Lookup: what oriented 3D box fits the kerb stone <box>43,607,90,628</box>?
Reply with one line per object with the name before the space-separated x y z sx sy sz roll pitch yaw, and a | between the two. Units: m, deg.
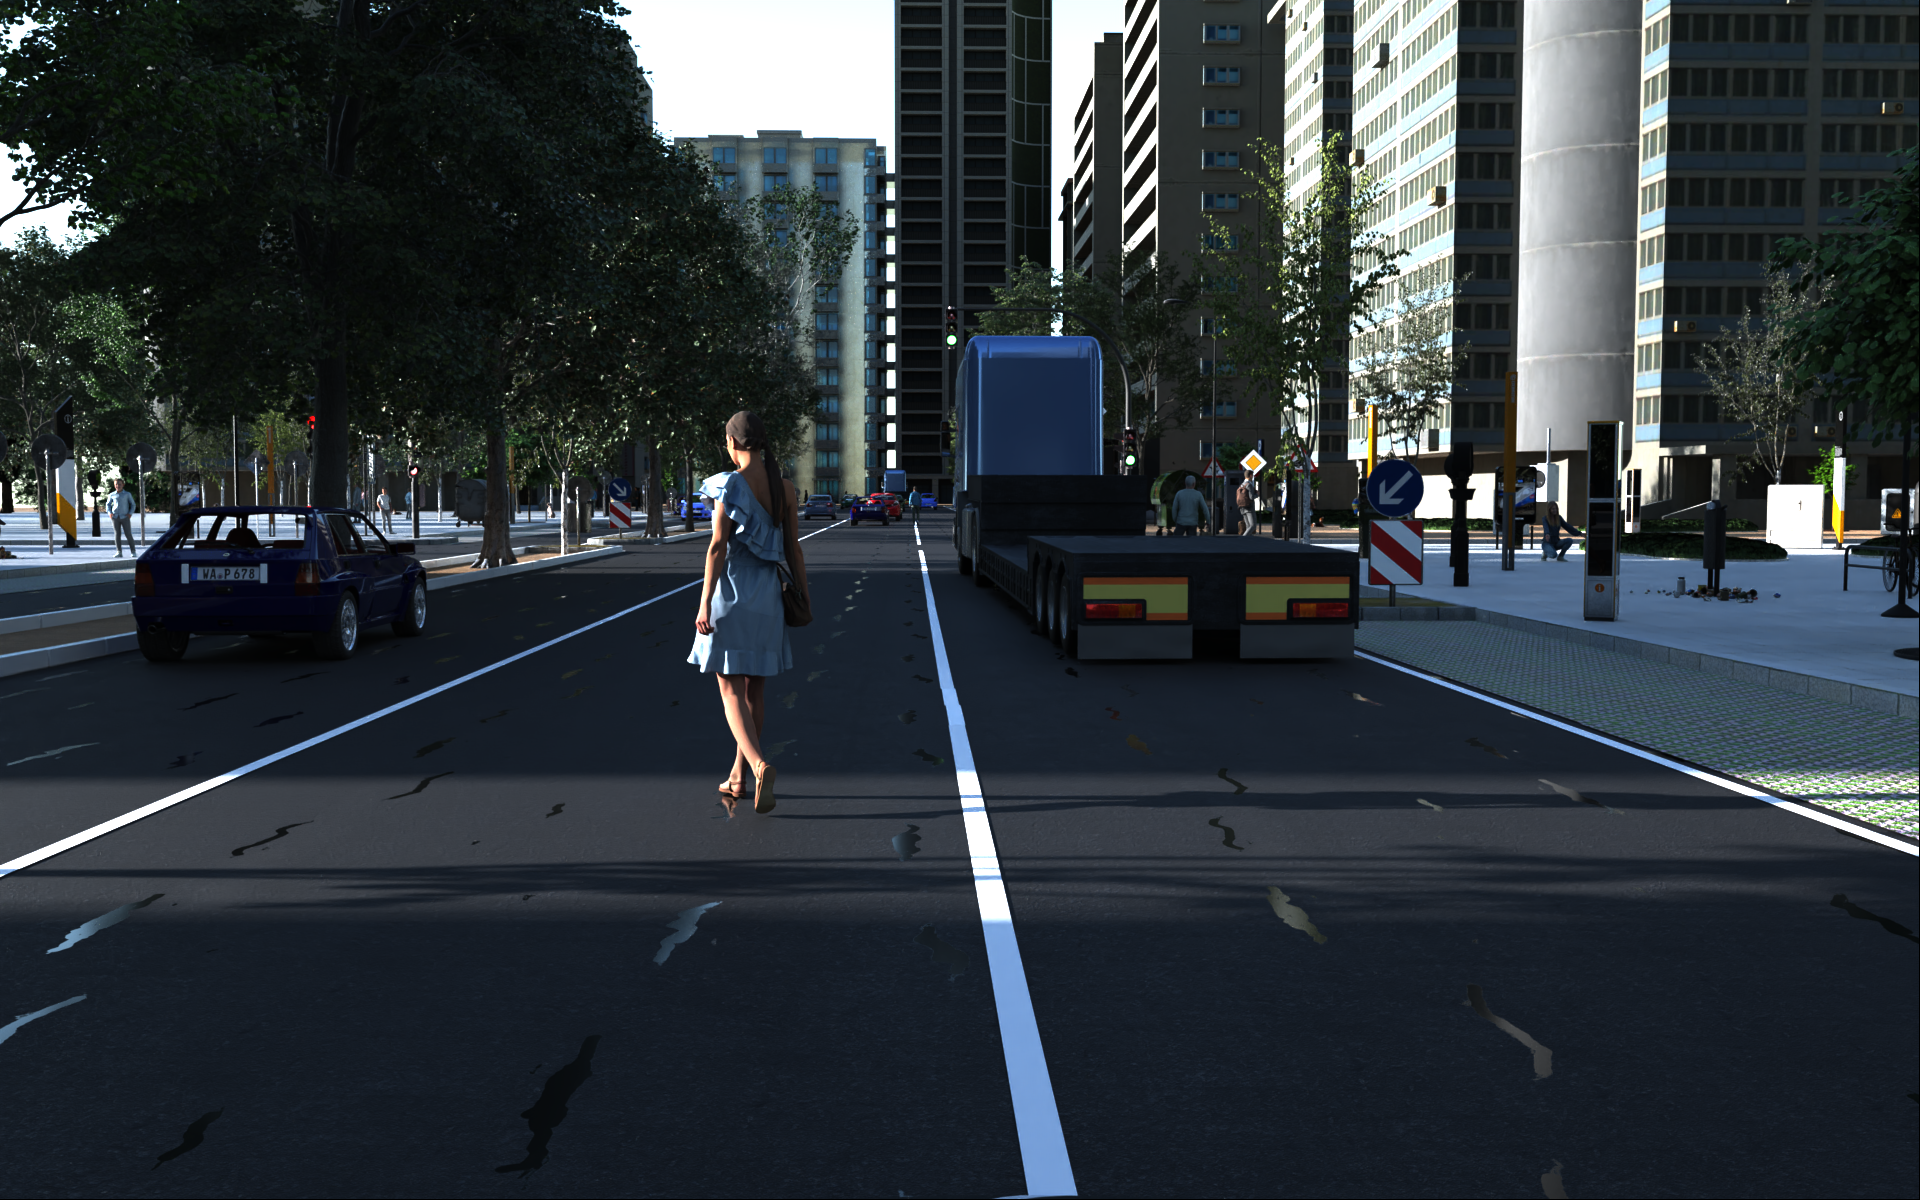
kerb stone | -9.817 0.203 18.884 0.120 0.150 1.000 0 4 -2

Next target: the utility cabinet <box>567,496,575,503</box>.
utility cabinet | -22.094 -5.314 98.042 0.306 1.237 1.020 -2 4 -31

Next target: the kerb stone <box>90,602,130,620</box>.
kerb stone | -9.862 0.140 19.916 0.120 0.150 1.000 0 4 -2

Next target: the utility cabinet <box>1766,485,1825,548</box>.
utility cabinet | 19.643 -1.960 40.730 1.173 1.500 0.318 2 4 33

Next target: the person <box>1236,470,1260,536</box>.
person | 6.492 -2.028 39.162 0.822 1.834 0.622 -2 4 -30

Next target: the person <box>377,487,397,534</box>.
person | -18.275 -2.847 55.192 0.523 1.515 0.503 1 4 21

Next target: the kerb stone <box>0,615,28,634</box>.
kerb stone | -9.797 0.267 17.857 0.120 0.150 1.000 0 4 -2

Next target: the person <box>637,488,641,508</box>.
person | -29.389 -9.350 158.554 0.705 1.869 1.348 2 4 30

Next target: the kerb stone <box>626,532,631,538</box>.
kerb stone | -10.927 -2.088 56.339 0.120 0.150 1.000 0 4 -2

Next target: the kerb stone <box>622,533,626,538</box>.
kerb stone | -10.897 -2.024 55.318 0.120 0.150 1.000 0 4 -2

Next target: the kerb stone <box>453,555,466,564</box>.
kerb stone | -10.304 -0.797 35.266 0.120 0.150 1.000 0 4 -2

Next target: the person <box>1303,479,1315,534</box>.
person | 10.845 -2.950 54.372 0.778 1.811 0.616 -3 5 -41

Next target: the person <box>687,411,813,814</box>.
person | -0.934 0.038 7.976 0.616 1.811 0.778 -2 4 -26

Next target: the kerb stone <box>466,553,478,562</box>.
kerb stone | -10.344 -0.862 36.290 0.120 0.150 1.000 0 4 -2

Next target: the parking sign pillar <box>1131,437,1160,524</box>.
parking sign pillar | 7.946 -5.275 74.717 1.447 3.967 1.447 0 3 0

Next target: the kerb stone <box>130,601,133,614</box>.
kerb stone | -9.892 0.082 20.938 0.120 0.150 1.000 0 4 -2

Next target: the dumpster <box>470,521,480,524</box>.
dumpster | -20.367 -4.393 74.325 1.502 2.255 1.985 0 4 -2

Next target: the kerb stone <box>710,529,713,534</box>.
kerb stone | -8.985 -2.404 61.506 0.120 0.150 1.000 0 4 -2

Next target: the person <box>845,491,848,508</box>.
person | -11.647 -10.360 178.612 0.721 1.735 1.217 2 4 30

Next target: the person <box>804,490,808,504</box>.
person | -14.170 -9.216 159.211 0.705 1.821 1.348 -1 4 -11

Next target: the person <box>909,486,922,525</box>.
person | -2.048 -4.328 79.602 0.601 1.785 0.444 0 4 -8

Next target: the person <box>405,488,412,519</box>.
person | -27.893 -4.891 87.817 0.330 1.601 0.589 -3 5 -41

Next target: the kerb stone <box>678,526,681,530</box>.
kerb stone | -11.277 -2.842 68.667 0.120 0.150 1.000 0 4 -2

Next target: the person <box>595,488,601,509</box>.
person | -30.530 -8.509 145.711 0.434 1.755 0.990 3 4 38

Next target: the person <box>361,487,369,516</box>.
person | -33.850 -5.624 98.591 0.593 1.750 0.643 2 4 33

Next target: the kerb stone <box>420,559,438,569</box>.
kerb stone | -10.248 -0.674 33.212 0.120 0.150 1.000 0 4 -2

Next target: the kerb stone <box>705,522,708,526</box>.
kerb stone | -11.558 -3.406 77.887 0.120 0.150 1.000 0 4 -2

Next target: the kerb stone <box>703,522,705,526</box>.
kerb stone | -11.531 -3.342 76.865 0.120 0.150 1.000 0 4 -2

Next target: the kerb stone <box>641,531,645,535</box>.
kerb stone | -11.018 -2.277 59.431 0.120 0.150 1.000 0 4 -2

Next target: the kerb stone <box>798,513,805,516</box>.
kerb stone | -10.568 -5.728 115.856 0.120 0.150 1.000 0 4 -2

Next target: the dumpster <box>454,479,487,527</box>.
dumpster | -18.821 -3.759 67.226 1.264 1.857 1.865 0 4 -2

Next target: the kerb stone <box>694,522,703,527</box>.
kerb stone | -11.494 -3.281 75.843 0.120 0.150 1.000 0 4 -2

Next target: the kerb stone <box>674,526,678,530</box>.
kerb stone | -11.253 -2.776 67.646 0.120 0.150 1.000 0 4 -2

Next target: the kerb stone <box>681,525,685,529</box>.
kerb stone | -11.312 -2.903 69.689 0.120 0.150 1.000 0 4 -2

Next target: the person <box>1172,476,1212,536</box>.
person | 4.241 -1.382 31.588 0.782 1.767 0.515 0 4 8

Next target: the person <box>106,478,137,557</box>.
person | -17.064 -1.674 35.218 0.589 1.601 0.330 0 4 -5

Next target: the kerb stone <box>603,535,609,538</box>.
kerb stone | -10.807 -1.837 52.235 0.120 0.150 1.000 0 4 -2

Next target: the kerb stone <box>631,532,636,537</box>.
kerb stone | -10.960 -2.151 57.361 0.120 0.150 1.000 0 4 -2

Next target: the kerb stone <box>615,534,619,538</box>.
kerb stone | -10.877 -1.962 54.295 0.120 0.150 1.000 0 4 -2

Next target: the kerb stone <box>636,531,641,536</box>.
kerb stone | -10.984 -2.214 58.398 0.120 0.150 1.000 0 4 -2

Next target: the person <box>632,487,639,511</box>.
person | -24.159 -7.527 129.126 0.705 1.821 1.348 -2 4 -24

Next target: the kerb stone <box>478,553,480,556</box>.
kerb stone | -10.371 -0.925 37.313 0.120 0.150 1.000 0 4 -2

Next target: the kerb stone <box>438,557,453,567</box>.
kerb stone | -10.275 -0.734 34.239 0.120 0.150 1.000 0 4 -2

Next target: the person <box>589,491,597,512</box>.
person | -26.176 -7.157 123.399 0.601 1.785 0.444 -1 4 -14

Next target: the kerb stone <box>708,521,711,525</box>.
kerb stone | -11.579 -3.469 78.909 0.120 0.150 1.000 0 4 -2

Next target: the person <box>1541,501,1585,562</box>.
person | 11.439 -1.308 32.936 1.012 1.151 0.738 -1 4 -9

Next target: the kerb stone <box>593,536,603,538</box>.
kerb stone | -10.771 -1.774 51.207 0.120 0.150 1.000 0 4 -2

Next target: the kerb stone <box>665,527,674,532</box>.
kerb stone | -11.223 -2.717 66.624 0.120 0.150 1.000 0 4 -2

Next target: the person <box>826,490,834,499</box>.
person | -13.013 -9.989 171.783 1.348 1.831 0.705 2 4 25

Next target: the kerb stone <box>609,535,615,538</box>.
kerb stone | -10.837 -1.900 53.271 0.120 0.150 1.000 0 4 -2

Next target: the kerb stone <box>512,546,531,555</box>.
kerb stone | -10.488 -1.175 41.415 0.120 0.150 1.000 0 4 -2

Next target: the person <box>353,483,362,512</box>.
person | -26.478 -4.275 76.037 0.391 1.810 0.635 -3 5 -44

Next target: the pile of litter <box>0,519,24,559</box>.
pile of litter | -19.470 -1.252 34.429 1.719 0.858 1.176 2 4 31

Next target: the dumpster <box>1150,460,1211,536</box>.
dumpster | 6.428 -2.936 50.494 1.502 2.255 1.985 0 4 -2
